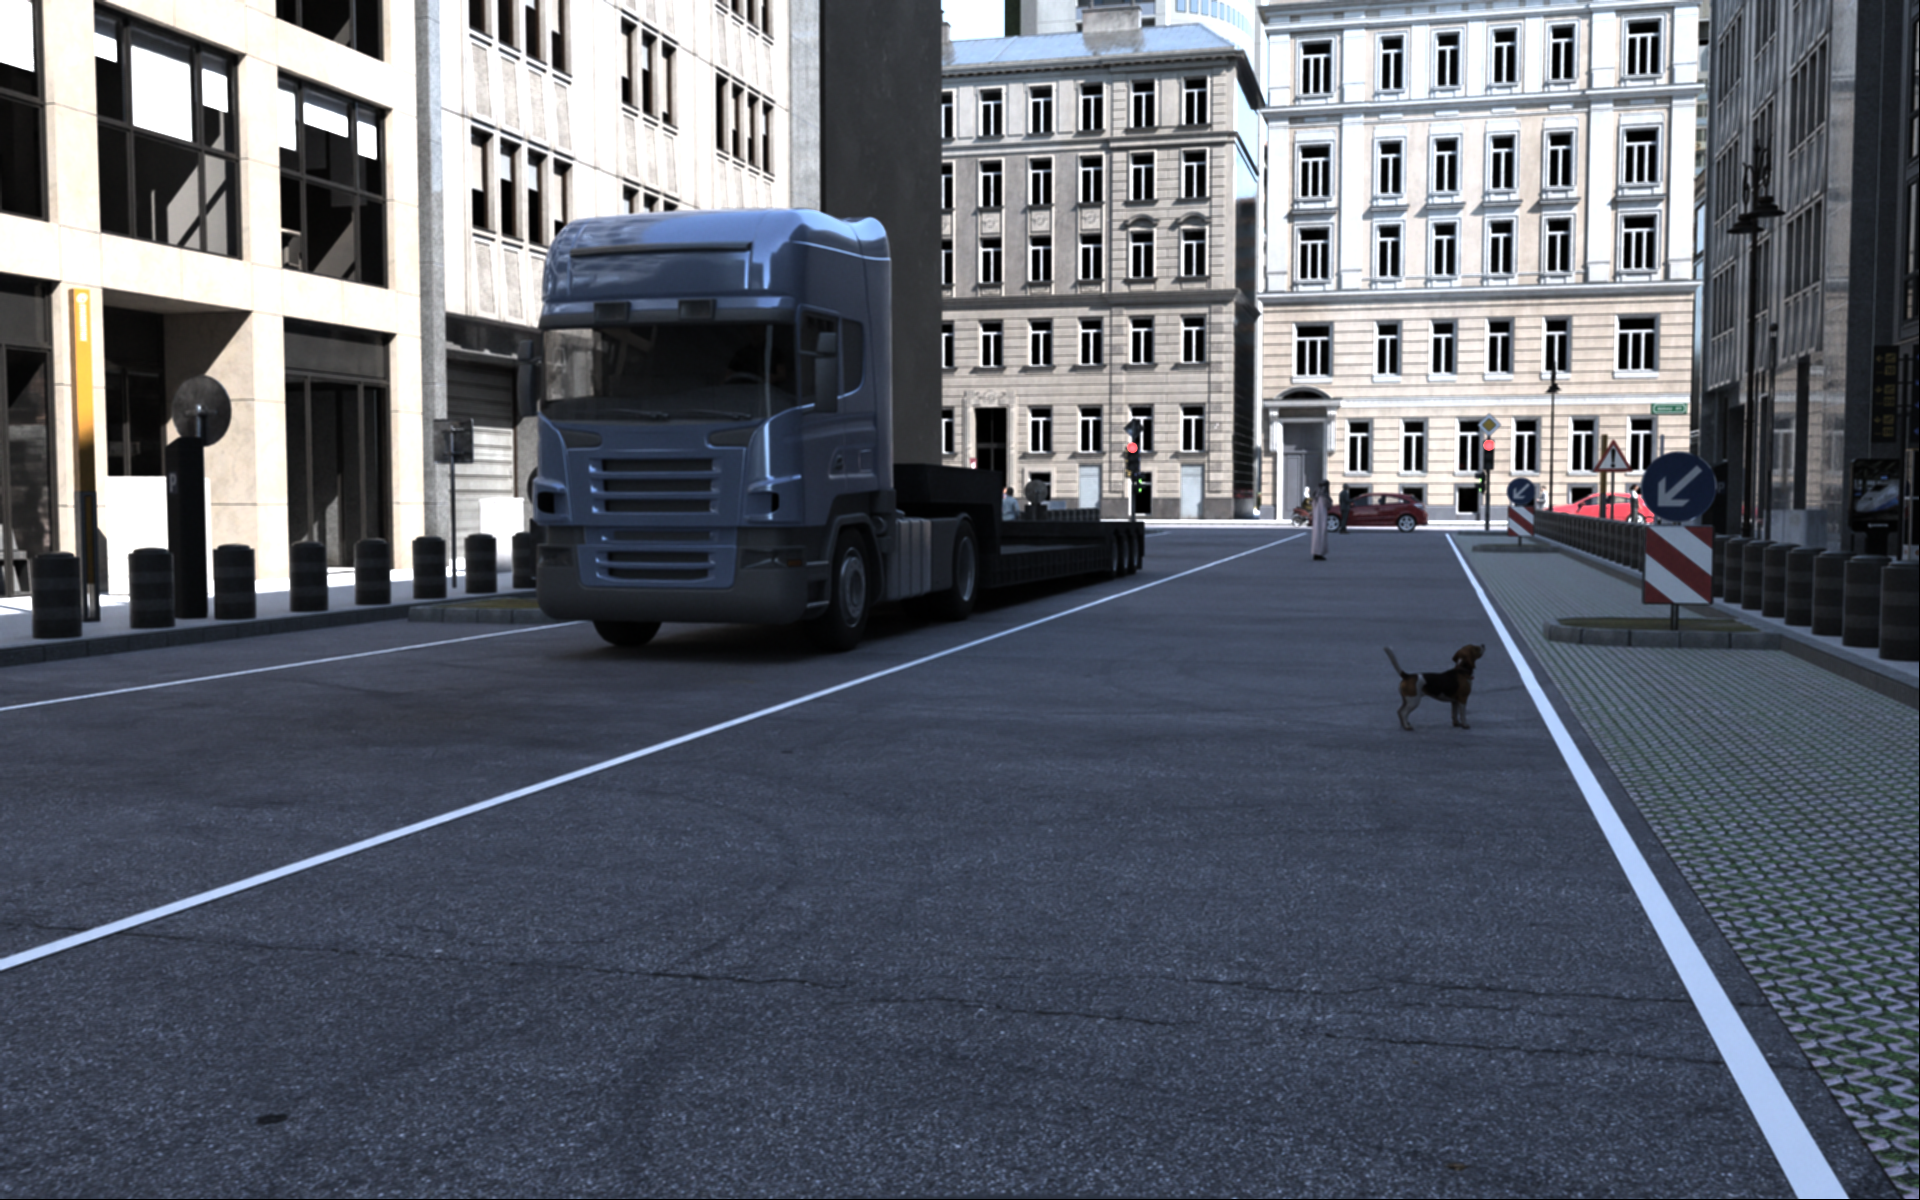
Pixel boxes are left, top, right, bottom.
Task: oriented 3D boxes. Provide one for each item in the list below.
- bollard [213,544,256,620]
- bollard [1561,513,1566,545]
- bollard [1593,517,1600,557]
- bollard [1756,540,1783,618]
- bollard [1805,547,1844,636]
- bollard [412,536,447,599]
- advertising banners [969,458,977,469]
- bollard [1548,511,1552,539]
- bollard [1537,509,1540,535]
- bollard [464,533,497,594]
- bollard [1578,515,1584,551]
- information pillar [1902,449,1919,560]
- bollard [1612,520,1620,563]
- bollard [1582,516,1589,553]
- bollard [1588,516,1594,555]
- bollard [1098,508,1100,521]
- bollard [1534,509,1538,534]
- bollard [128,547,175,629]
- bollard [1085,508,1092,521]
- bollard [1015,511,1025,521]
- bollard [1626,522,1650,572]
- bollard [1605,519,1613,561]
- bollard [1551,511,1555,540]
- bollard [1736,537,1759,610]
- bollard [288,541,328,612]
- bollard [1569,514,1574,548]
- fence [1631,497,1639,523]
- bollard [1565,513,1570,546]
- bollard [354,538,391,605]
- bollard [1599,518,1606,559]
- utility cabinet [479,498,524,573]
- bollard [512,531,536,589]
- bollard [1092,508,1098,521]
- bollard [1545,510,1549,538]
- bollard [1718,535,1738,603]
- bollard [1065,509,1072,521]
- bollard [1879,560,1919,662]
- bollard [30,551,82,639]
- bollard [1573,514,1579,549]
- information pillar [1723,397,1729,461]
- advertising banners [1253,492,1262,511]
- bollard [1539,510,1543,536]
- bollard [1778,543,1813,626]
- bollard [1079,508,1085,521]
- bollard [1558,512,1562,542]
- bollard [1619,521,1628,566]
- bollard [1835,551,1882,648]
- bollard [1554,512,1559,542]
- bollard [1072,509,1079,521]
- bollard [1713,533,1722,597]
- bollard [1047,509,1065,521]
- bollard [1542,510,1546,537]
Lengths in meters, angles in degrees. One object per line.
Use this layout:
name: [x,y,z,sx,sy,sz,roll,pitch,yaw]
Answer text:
bollard: [-7.473,-0.191,17.842,0.404,0.777,0.398,0,3,0]
bollard: [15.474,-1.774,43.722,0.404,0.777,0.398,0,3,0]
bollard: [13.288,-1.275,35.569,0.404,0.777,0.398,0,3,0]
bollard: [8.608,-0.207,18.095,0.404,0.777,0.398,0,3,0]
bollard: [7.985,-0.064,15.765,0.404,0.777,0.398,0,3,0]
bollard: [-6.538,-0.405,21.344,0.404,0.777,0.398,0,3,0]
advertising banners: [1.174,-5.392,84.349,0.090,3.025,2.074,3,5,44]
bollard: [16.725,-2.059,48.387,0.404,0.777,0.398,0,3,0]
bollard: [17.971,-2.344,53.044,0.404,0.777,0.398,0,3,0]
bollard: [-6.226,-0.476,22.504,0.404,0.777,0.398,0,3,0]
bollard: [14.223,-1.488,39.053,0.404,0.777,0.398,0,3,0]
information pillar: [15.527,-1.444,28.106,0.304,2.012,0.304,1,4,10]
bollard: [12.351,-1.061,32.065,0.404,0.777,0.398,0,3,0]
bollard: [13.911,-1.417,37.892,0.404,0.777,0.398,0,3,0]
bollard: [13.600,-1.346,36.732,0.404,0.777,0.398,0,3,0]
bollard: [5.029,-3.047,64.529,0.404,0.777,0.398,0,3,0]
bollard: [18.287,-2.416,54.212,0.404,0.777,0.398,0,3,0]
bollard: [-7.785,-0.120,16.680,0.404,0.777,0.398,0,3,0]
bollard: [4.407,-2.904,62.202,0.404,0.777,0.398,0,3,0]
bollard: [1.902,-2.333,52.855,0.404,0.777,0.398,0,3,0]
bollard: [11.729,-0.918,29.731,0.404,0.777,0.398,0,3,0]
bollard: [12.667,-1.133,33.239,0.404,0.777,0.398,0,3,0]
bollard: [16.412,-1.988,47.223,0.404,0.777,0.398,0,3,0]
bollard: [8.922,-0.278,19.270,0.404,0.777,0.398,0,3,0]
bollard: [-7.157,-0.263,19.021,0.404,0.777,0.398,0,3,0]
bollard: [14.850,-1.632,41.393,0.404,0.777,0.398,0,3,0]
fence: [19.536,-2.383,50.173,0.480,1.192,2.264,1,4,16]
bollard: [15.160,-1.703,42.561,0.404,0.777,0.398,0,3,0]
bollard: [-6.848,-0.334,20.183,0.404,0.777,0.398,0,3,0]
bollard: [12.976,-1.204,34.402,0.404,0.777,0.398,0,3,0]
utility cabinet: [-7.533,-1.059,28.474,0.306,1.237,1.020,1,4,12]
bollard: [-5.915,-0.548,23.670,0.404,0.777,0.398,0,3,0]
bollard: [4.719,-2.976,63.368,0.404,0.777,0.398,0,3,0]
bollard: [17.034,-2.130,49.549,0.404,0.777,0.398,0,3,0]
bollard: [9.236,-0.350,20.436,0.404,0.777,0.398,0,3,0]
bollard: [3.471,-2.691,58.720,0.404,0.777,0.398,0,3,0]
bollard: [7.362,0.079,13.430,0.404,0.777,0.398,0,3,0]
bollard: [-8.098,-0.049,15.516,0.404,0.777,0.398,0,3,0]
bollard: [14.538,-1.560,40.230,0.404,0.777,0.398,0,3,0]
information pillar: [18.490,-3.090,41.873,0.183,3.616,0.504,2,4,27]
advertising banners: [22.223,-8.342,132.579,2.074,3.025,0.090,1,4,9]
bollard: [17.658,-2.273,51.883,0.404,0.777,0.398,0,3,0]
bollard: [8.294,-0.136,16.935,0.404,0.777,0.398,0,3,0]
bollard: [4.097,-2.833,61.040,0.404,0.777,0.398,0,3,0]
bollard: [15.791,-1.846,44.901,0.404,0.777,0.398,0,3,0]
bollard: [12.038,-0.990,30.905,0.404,0.777,0.398,0,3,0]
bollard: [7.668,0.008,14.593,0.404,0.777,0.398,0,3,0]
bollard: [16.100,-1.917,46.063,0.404,0.777,0.398,0,3,0]
bollard: [3.786,-2.762,59.880,0.404,0.777,0.398,0,3,0]
bollard: [9.550,-0.421,21.596,0.404,0.777,0.398,0,3,0]
bollard: [3.164,-2.619,57.545,0.404,0.777,0.398,0,3,0]
bollard: [17.348,-2.201,50.710,0.404,0.777,0.398,0,3,0]
